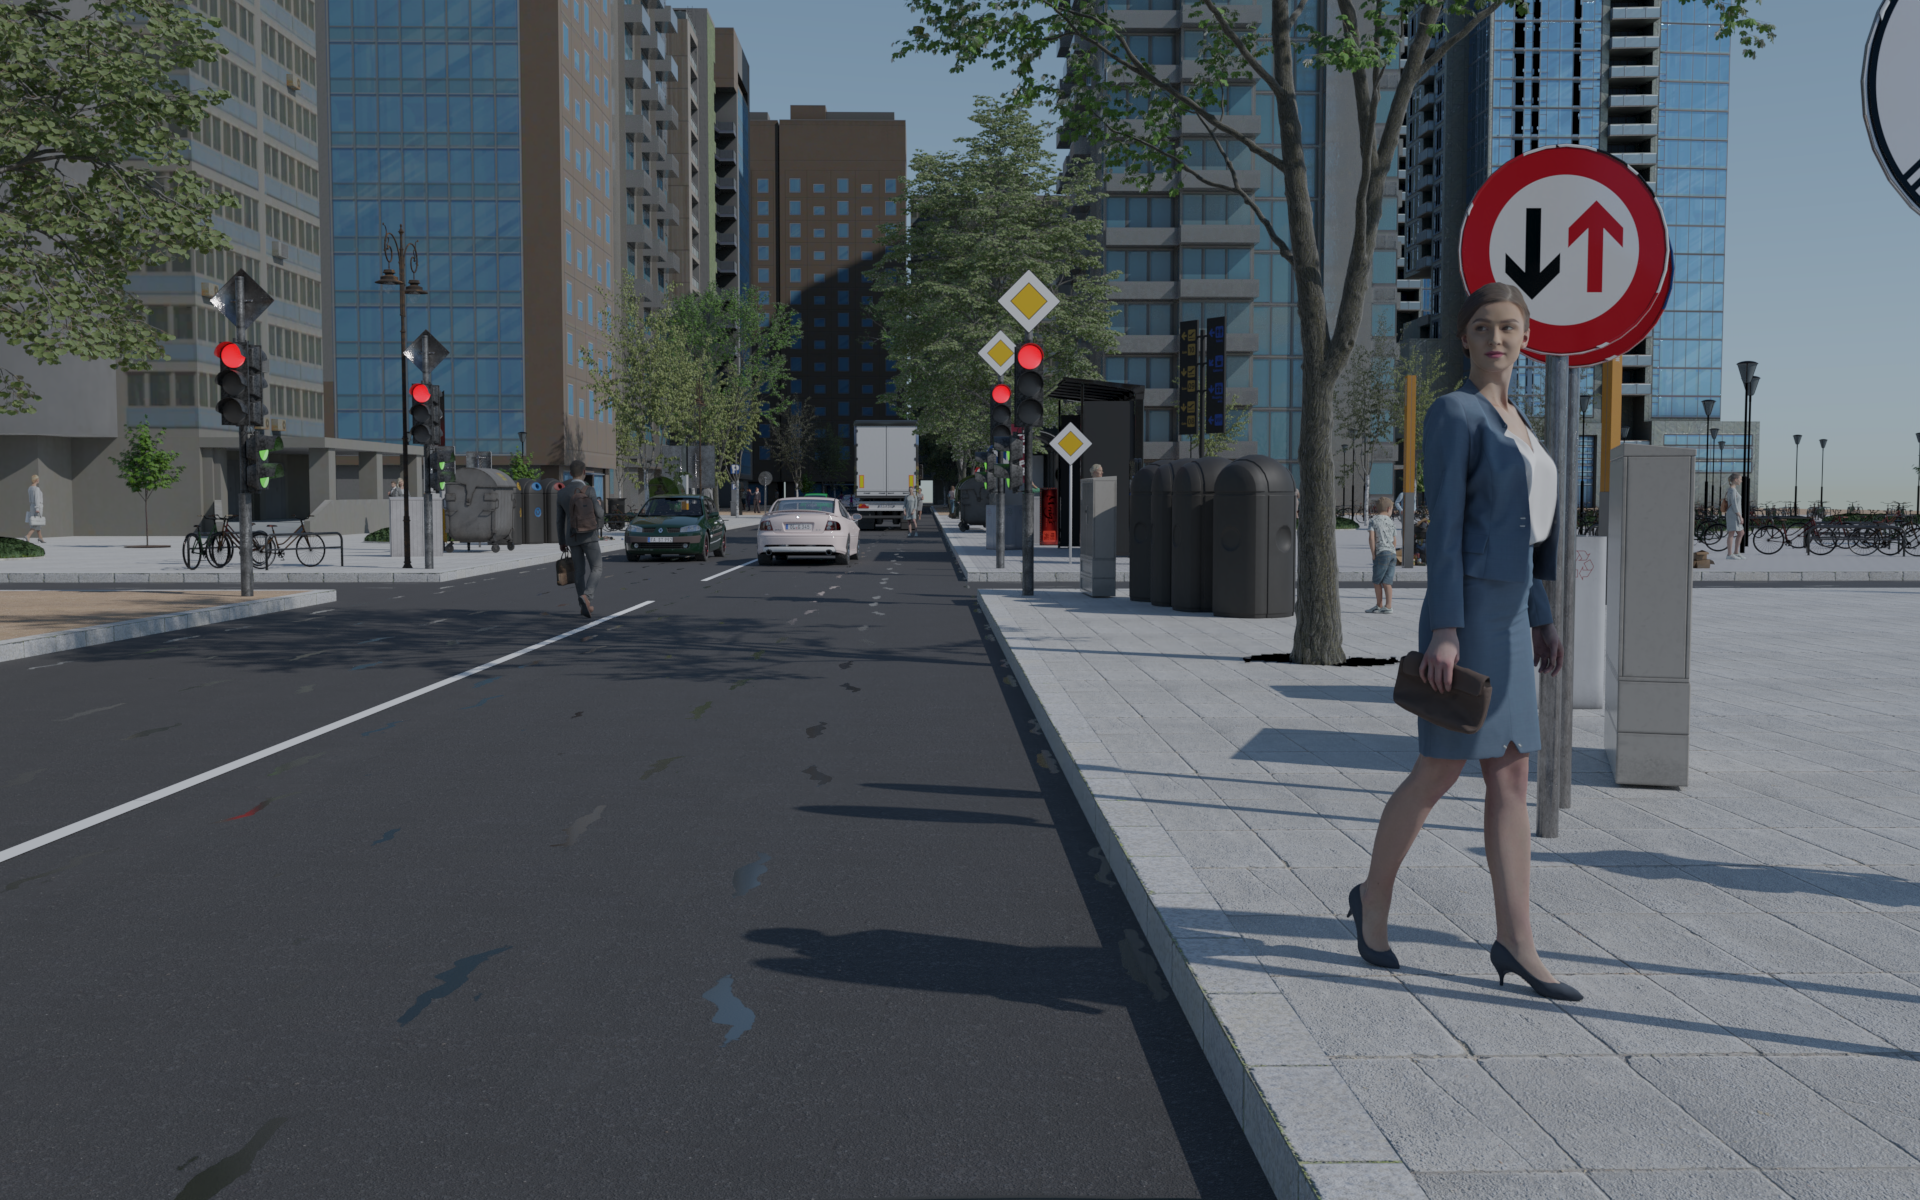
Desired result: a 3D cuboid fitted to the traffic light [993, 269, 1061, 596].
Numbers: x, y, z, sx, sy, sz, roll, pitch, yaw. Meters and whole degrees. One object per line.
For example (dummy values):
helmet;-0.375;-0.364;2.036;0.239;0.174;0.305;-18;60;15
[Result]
traffic light;0.843;-2.011;21.808;0.839;4.253;0.868;0;4;-1

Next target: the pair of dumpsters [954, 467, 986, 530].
pair of dumpsters;0.609;-3.716;63.246;1.574;2.255;4.437;0;4;-1

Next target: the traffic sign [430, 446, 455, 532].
traffic sign;-11.061;-2.128;36.915;0.606;2.300;0.079;0;4;0

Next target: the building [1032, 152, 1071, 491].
building;18.483;-51.593;156.220;22.319;86.520;31.000;0;4;-1

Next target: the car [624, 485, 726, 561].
car;-6.238;-1.737;38.191;2.009;1.686;4.222;0;4;1

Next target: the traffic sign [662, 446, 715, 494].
traffic sign;-11.415;-4.825;72.756;2.265;3.308;0.079;0;4;5

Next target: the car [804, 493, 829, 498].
car;-8.373;-5.624;100.745;1.959;1.807;4.718;0;4;0

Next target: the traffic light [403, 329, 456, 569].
traffic light;-9.082;-2.486;29.574;0.839;4.253;0.868;0;4;-1

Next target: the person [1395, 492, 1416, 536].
person;11.029;-2.133;42.725;0.589;1.601;0.330;0;4;-7

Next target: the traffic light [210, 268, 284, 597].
traffic light;-8.916;-1.998;21.590;0.839;4.253;0.868;0;4;-1

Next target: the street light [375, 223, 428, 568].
street light;-9.565;-3.487;29.808;0.468;5.910;1.993;0;4;-1

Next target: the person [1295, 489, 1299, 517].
person;13.064;-3.756;67.802;0.599;1.781;0.374;-3;5;-40

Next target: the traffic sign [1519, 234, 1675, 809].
traffic sign;2.462;-0.423;7.021;0.768;2.556;0.104;0;4;7

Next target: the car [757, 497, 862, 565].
car;-3.146;-1.471;36.409;2.083;1.381;4.827;0;4;1

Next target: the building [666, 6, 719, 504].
building;-27.702;-27.998;141.369;14.154;41.232;14.086;0;4;-1

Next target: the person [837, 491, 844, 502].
person;-12.659;-10.689;183.946;0.721;1.739;1.217;3;4;38

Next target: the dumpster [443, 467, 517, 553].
dumpster;-10.646;-1.995;38.382;1.264;1.857;1.865;0;4;-1

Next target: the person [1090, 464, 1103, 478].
person;2.516;-1.622;32.434;0.818;1.842;0.514;-3;4;-37

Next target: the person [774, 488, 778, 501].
person;-17.531;-9.731;165.146;0.705;1.824;1.348;-2;4;-23

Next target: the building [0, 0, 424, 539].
building;-35.490;-22.310;56.657;32.217;40.220;23.993;0;4;-1

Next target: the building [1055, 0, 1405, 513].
building;18.696;-31.001;126.478;23.786;49.044;30.456;0;4;-1

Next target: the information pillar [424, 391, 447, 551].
information pillar;-11.809;-2.914;39.000;0.504;3.616;0.183;-1;4;-16

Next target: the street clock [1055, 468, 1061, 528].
street clock;2.641;-2.391;43.658;0.471;2.002;0.358;1;4;23

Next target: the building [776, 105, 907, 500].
building;-13.351;-33.807;202.846;14.200;45.320;14.600;0;4;-1

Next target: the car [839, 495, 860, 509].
car;-9.075;-8.104;144.867;2.083;1.381;4.827;0;4;-3

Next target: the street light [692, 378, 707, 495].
street light;-10.340;-5.879;68.911;0.468;5.910;1.993;0;4;-1

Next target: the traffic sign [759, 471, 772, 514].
traffic sign;-10.871;-5.912;96.775;0.768;2.556;0.104;0;4;5

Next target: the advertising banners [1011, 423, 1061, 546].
advertising banners;2.248;-2.864;43.017;2.074;3.025;0.090;0;4;-6

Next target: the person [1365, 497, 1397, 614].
person;4.514;-0.480;18.572;0.332;1.250;0.352;1;4;18

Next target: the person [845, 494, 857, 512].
person;-8.622;-7.678;137.262;0.991;1.433;0.599;-1;4;-18

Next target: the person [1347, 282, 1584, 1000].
person;1.340;0.092;4.558;0.581;1.822;0.654;-2;4;-30

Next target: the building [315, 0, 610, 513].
building;-26.329;-26.915;90.166;14.600;45.320;14.200;0;4;-1

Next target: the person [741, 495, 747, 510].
person;-17.585;-8.194;140.018;1.348;1.823;0.705;2;4;32

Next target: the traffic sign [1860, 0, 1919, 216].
traffic sign;2.323;-0.226;3.797;0.768;2.556;0.104;0;4;3

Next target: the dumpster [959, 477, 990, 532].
dumpster;0.600;-3.265;59.142;1.264;1.857;1.865;0;4;-1

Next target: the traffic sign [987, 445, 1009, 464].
traffic sign;1.000;-2.591;42.471;0.768;2.556;0.104;0;4;3

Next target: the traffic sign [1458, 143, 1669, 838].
traffic sign;2.202;-0.386;6.414;0.768;2.556;0.104;0;4;0

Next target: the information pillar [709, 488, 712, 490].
information pillar;-13.103;-5.242;90.202;0.304;2.012;0.304;1;4;23

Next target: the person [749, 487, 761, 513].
person;-13.624;-6.624;115.145;0.742;1.727;0.445;-2;4;-31

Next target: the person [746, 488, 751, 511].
person;-15.898;-7.541;130.265;0.530;1.710;0.541;2;4;35

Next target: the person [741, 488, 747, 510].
person;-17.088;-7.921;136.334;1.217;1.735;0.721;1;4;19

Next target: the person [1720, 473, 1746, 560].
person;15.167;-1.645;33.942;0.522;1.701;0.512;1;4;18

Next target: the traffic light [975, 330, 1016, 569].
traffic light;0.677;-2.500;29.792;0.839;4.253;0.868;0;4;-1

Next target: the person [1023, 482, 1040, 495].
person;2.093;-2.847;52.840;0.529;1.795;0.600;-2;4;-35

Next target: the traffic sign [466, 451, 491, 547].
traffic sign;-11.529;-2.409;41.523;0.606;2.300;0.079;0;4;2

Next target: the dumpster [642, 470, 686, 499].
dumpster;-11.848;-4.082;69.238;1.502;2.255;1.985;0;4;-1

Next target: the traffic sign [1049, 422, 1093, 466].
traffic sign;2.031;-1.945;31.533;0.795;2.593;0.064;0;4;6

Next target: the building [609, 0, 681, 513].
building;-31.573;-30.533;118.817;23.786;49.044;30.456;0;4;-1

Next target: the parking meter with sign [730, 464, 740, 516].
parking meter with sign;-13.150;-6.411;101.073;0.543;3.016;1.738;0;4;-4

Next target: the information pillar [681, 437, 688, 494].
information pillar;-11.397;-4.919;71.778;0.183;3.616;0.504;-2;4;-35

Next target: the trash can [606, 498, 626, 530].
trash can;-12.460;-3.129;62.821;0.748;1.137;0.748;0;3;0

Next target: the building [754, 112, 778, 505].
building;-27.748;-33.806;202.844;14.200;45.320;14.600;0;4;-1

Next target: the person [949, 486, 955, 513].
person;-0.419;-5.808;101.592;0.593;1.750;0.643;3;4;37

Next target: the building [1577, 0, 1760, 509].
building;56.564;-51.886;161.004;31.000;86.520;22.319;0;4;-1

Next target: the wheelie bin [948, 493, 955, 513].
wheelie bin;-0.341;-5.941;105.045;0.693;1.594;0.980;3;5;45

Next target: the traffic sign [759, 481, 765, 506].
traffic sign;-11.439;-6.210;101.637;0.768;2.556;0.104;0;4;-1

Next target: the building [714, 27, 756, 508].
building;-27.663;-31.467;164.602;14.200;45.320;14.600;0;4;-1

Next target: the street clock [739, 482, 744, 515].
street clock;-13.300;-6.134;104.865;0.358;2.002;0.471;-3;4;-37

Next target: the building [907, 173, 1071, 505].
building;5.551;-31.846;212.567;23.993;40.220;32.217;0;4;-1
